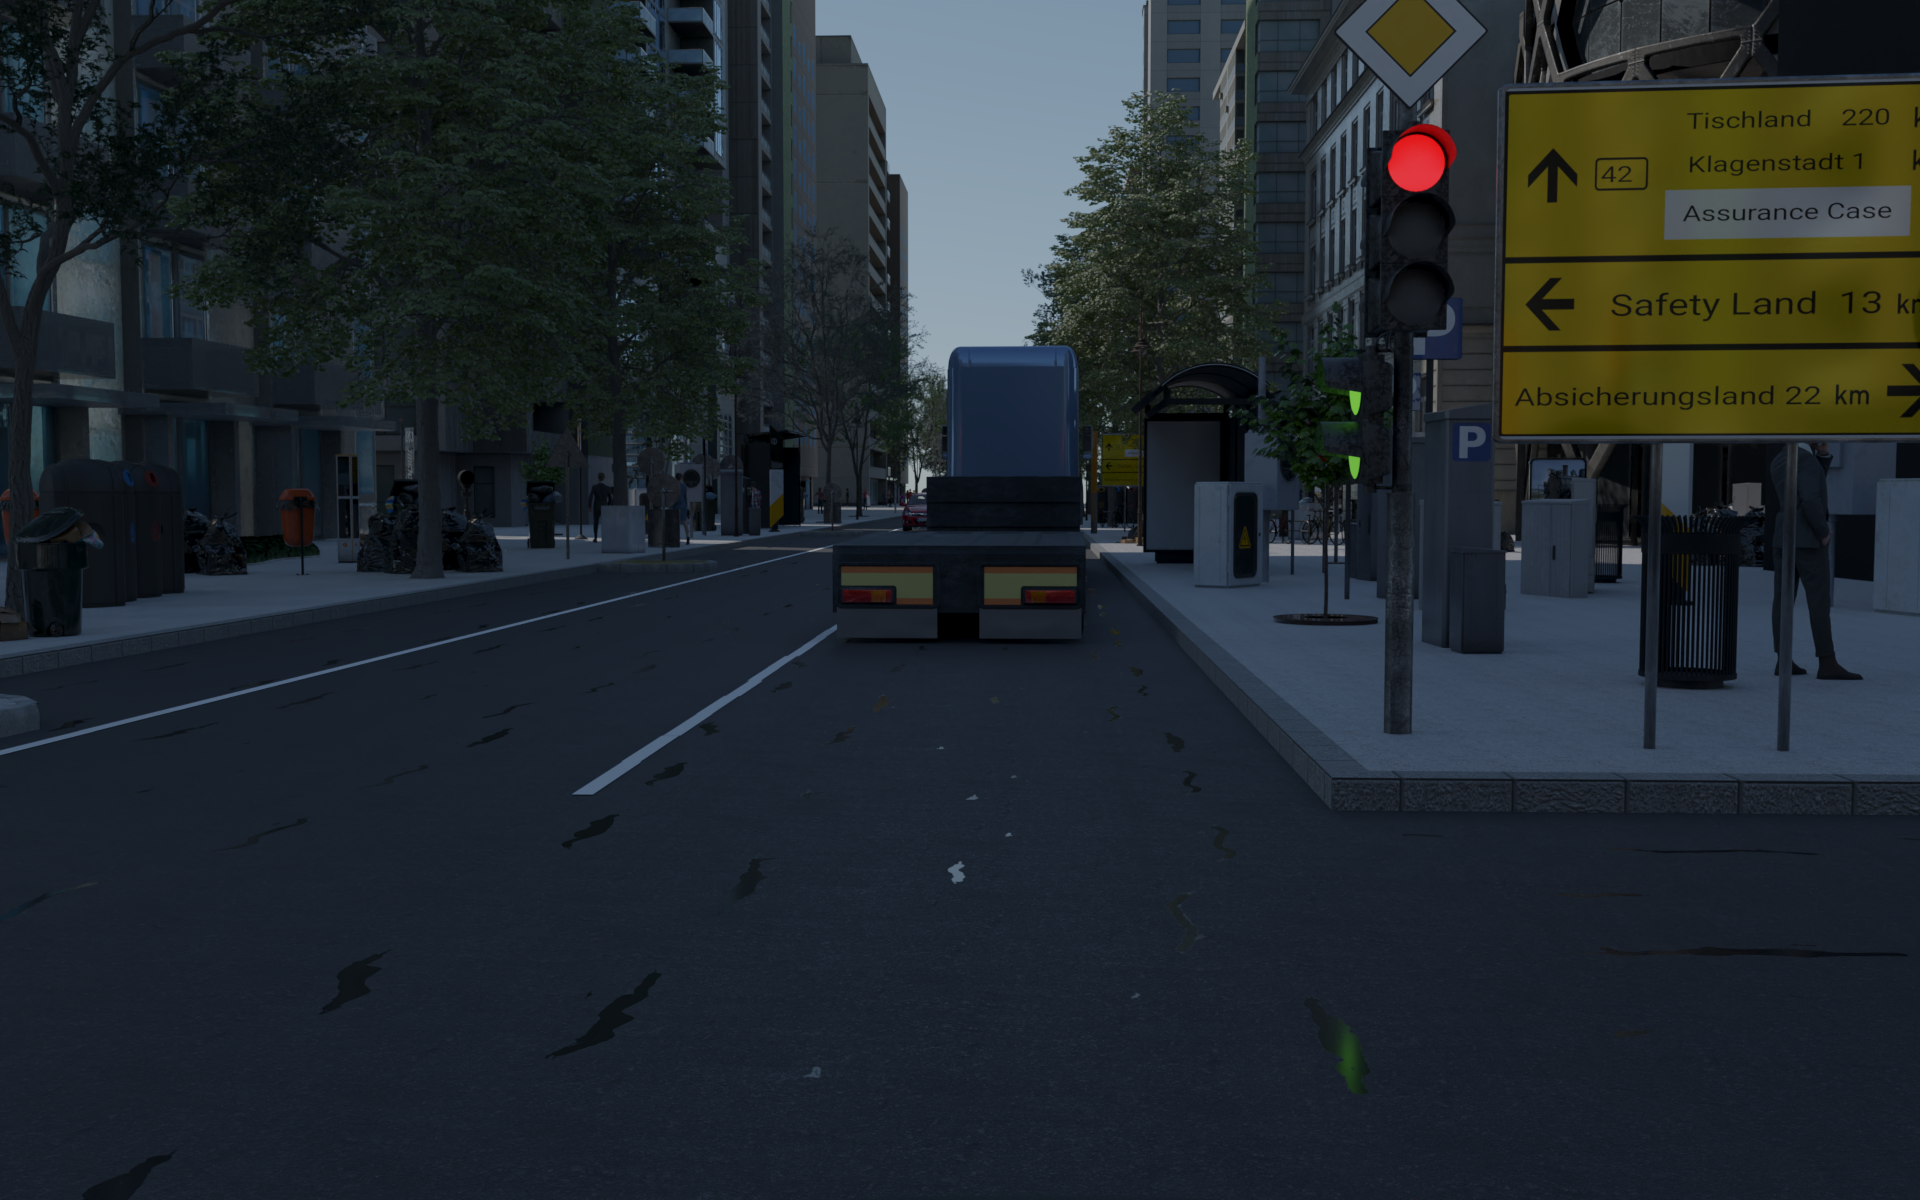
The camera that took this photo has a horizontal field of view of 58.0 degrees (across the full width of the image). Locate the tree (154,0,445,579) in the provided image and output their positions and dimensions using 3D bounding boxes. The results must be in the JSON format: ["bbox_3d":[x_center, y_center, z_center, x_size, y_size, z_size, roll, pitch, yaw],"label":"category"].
[{"bbox_3d":[-8.236,-6.624,26.436,7.486,12.596,7.792,0,3,0],"label":"tree"}]

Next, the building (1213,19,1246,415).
[{"bbox_3d":[33.495,-27.250,137.420,32.217,40.220,23.993,0,4,3],"label":"building"}]

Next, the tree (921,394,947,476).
[{"bbox_3d":[-0.653,-18.007,201.074,9.857,13.997,8.962,0,3,0],"label":"tree"}]

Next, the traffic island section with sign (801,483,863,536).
[{"bbox_3d":[-4.370,-3.114,59.534,1.989,1.847,2.006,0,4,3],"label":"traffic island section with sign"}]

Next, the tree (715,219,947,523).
[{"bbox_3d":[-5.926,-10.220,77.459,12.009,13.543,11.850,0,3,0],"label":"tree"}]

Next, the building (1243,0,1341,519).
[{"bbox_3d":[22.361,-25.114,94.201,14.154,41.232,14.086,0,4,3],"label":"building"}]

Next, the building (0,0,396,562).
[{"bbox_3d":[-27.848,-25.636,38.765,23.786,49.044,30.456,0,4,3],"label":"building"}]

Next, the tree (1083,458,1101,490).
[{"bbox_3d":[6.772,-5.277,80.879,1.663,3.219,1.824,0,3,0],"label":"tree"}]

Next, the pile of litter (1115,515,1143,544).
[{"bbox_3d":[4.950,-1.902,45.057,1.719,0.858,1.176,2,4,24],"label":"pile of litter"}]

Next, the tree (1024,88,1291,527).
[{"bbox_3d":[5.573,-8.041,49.593,7.486,12.596,7.792,0,3,0],"label":"tree"}]

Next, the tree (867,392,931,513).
[{"bbox_3d":[-4.108,-10.144,116.208,4.360,8.622,3.978,0,3,0],"label":"tree"}]

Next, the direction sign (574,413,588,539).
[{"bbox_3d":[-10.751,-3.489,49.042,0.379,3.537,0.876,-1,4,-18],"label":"direction sign"}]

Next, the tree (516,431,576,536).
[{"bbox_3d":[-12.997,-3.617,53.739,1.663,3.219,1.824,0,3,0],"label":"tree"}]

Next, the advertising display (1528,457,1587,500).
[{"bbox_3d":[10.565,-1.556,30.662,0.974,1.923,0.123,1,4,9],"label":"advertising display"}]

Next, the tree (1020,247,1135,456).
[{"bbox_3d":[9.661,-16.798,130.533,12.611,20.169,13.585,0,3,0],"label":"tree"}]

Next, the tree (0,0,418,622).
[{"bbox_3d":[-9.263,-5.029,16.630,8.767,10.594,7.601,-2,4,-24],"label":"tree"}]

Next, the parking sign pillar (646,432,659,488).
[{"bbox_3d":[-12.898,-5.143,72.554,1.447,3.967,1.447,-1,4,-16],"label":"parking sign pillar"}]

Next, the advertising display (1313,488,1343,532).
[{"bbox_3d":[12.412,-3.253,58.402,0.974,1.923,0.123,1,4,16],"label":"advertising display"}]

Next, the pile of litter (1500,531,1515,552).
[{"bbox_3d":[11.630,-1.509,38.641,1.719,0.858,1.176,0,4,-6],"label":"pile of litter"}]

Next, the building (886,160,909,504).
[{"bbox_3d":[-14.469,-35.857,236.365,14.600,45.320,14.200,0,4,3],"label":"building"}]

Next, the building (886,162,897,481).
[{"bbox_3d":[-20.408,-36.367,214.214,23.786,49.044,30.456,0,4,3],"label":"building"}]

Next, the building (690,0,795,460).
[{"bbox_3d":[-19.845,-26.929,123.889,14.154,41.232,14.086,0,4,3],"label":"building"}]

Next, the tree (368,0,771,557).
[{"bbox_3d":[-8.272,-7.471,40.281,7.486,12.596,7.792,0,3,0],"label":"tree"}]

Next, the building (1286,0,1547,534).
[{"bbox_3d":[23.075,-14.391,68.578,16.112,22.955,30.059,0,4,3],"label":"building"}]

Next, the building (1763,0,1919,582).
[{"bbox_3d":[21.149,-11.762,21.980,15.834,23.373,12.332,0,4,3],"label":"building"}]

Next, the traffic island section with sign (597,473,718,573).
[{"bbox_3d":[-5.620,-1.462,32.525,1.989,1.847,2.006,0,4,3],"label":"traffic island section with sign"}]

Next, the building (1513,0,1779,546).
[{"bbox_3d":[23.166,-10.877,45.285,16.820,18.784,16.811,0,4,3],"label":"building"}]

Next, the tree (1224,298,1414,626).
[{"bbox_3d":[3.735,-1.379,17.152,1.663,3.219,1.824,0,3,0],"label":"tree"}]

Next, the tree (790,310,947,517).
[{"bbox_3d":[-5.803,-10.530,97.921,9.928,11.665,9.643,0,3,0],"label":"tree"}]

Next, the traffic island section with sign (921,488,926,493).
[{"bbox_3d":[-2.073,-6.165,109.430,1.989,1.847,2.006,0,4,3],"label":"traffic island section with sign"}]

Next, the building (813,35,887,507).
[{"bbox_3d":[-19.518,-34.525,188.182,21.300,48.544,21.600,0,4,3],"label":"building"}]

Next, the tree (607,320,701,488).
[{"bbox_3d":[-11.710,-7.177,67.705,4.360,8.622,3.978,0,3,0],"label":"tree"}]

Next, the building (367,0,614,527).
[{"bbox_3d":[-22.540,-18.205,69.346,14.160,30.474,14.107,0,4,3],"label":"building"}]

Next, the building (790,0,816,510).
[{"bbox_3d":[-19.193,-29.832,137.866,14.600,45.320,14.200,0,4,3],"label":"building"}]

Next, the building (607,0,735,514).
[{"bbox_3d":[-25.054,-48.168,100.221,22.319,86.520,31.000,0,4,3],"label":"building"}]

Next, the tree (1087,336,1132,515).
[{"bbox_3d":[8.163,-11.146,107.999,9.928,11.665,9.643,0,3,0],"label":"tree"}]

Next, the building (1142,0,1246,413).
[{"bbox_3d":[31.257,-40.104,197.695,21.231,58.520,28.212,0,4,3],"label":"building"}]

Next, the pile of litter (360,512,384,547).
[{"bbox_3d":[-14.634,-1.760,42.734,1.176,0.858,1.719,1,4,20],"label":"pile of litter"}]

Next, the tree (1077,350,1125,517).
[{"bbox_3d":[6.557,-9.936,96.859,7.601,10.594,8.767,0,4,0],"label":"tree"}]

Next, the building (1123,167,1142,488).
[{"bbox_3d":[32.572,-35.028,227.334,22.147,44.769,28.867,0,4,3],"label":"building"}]
